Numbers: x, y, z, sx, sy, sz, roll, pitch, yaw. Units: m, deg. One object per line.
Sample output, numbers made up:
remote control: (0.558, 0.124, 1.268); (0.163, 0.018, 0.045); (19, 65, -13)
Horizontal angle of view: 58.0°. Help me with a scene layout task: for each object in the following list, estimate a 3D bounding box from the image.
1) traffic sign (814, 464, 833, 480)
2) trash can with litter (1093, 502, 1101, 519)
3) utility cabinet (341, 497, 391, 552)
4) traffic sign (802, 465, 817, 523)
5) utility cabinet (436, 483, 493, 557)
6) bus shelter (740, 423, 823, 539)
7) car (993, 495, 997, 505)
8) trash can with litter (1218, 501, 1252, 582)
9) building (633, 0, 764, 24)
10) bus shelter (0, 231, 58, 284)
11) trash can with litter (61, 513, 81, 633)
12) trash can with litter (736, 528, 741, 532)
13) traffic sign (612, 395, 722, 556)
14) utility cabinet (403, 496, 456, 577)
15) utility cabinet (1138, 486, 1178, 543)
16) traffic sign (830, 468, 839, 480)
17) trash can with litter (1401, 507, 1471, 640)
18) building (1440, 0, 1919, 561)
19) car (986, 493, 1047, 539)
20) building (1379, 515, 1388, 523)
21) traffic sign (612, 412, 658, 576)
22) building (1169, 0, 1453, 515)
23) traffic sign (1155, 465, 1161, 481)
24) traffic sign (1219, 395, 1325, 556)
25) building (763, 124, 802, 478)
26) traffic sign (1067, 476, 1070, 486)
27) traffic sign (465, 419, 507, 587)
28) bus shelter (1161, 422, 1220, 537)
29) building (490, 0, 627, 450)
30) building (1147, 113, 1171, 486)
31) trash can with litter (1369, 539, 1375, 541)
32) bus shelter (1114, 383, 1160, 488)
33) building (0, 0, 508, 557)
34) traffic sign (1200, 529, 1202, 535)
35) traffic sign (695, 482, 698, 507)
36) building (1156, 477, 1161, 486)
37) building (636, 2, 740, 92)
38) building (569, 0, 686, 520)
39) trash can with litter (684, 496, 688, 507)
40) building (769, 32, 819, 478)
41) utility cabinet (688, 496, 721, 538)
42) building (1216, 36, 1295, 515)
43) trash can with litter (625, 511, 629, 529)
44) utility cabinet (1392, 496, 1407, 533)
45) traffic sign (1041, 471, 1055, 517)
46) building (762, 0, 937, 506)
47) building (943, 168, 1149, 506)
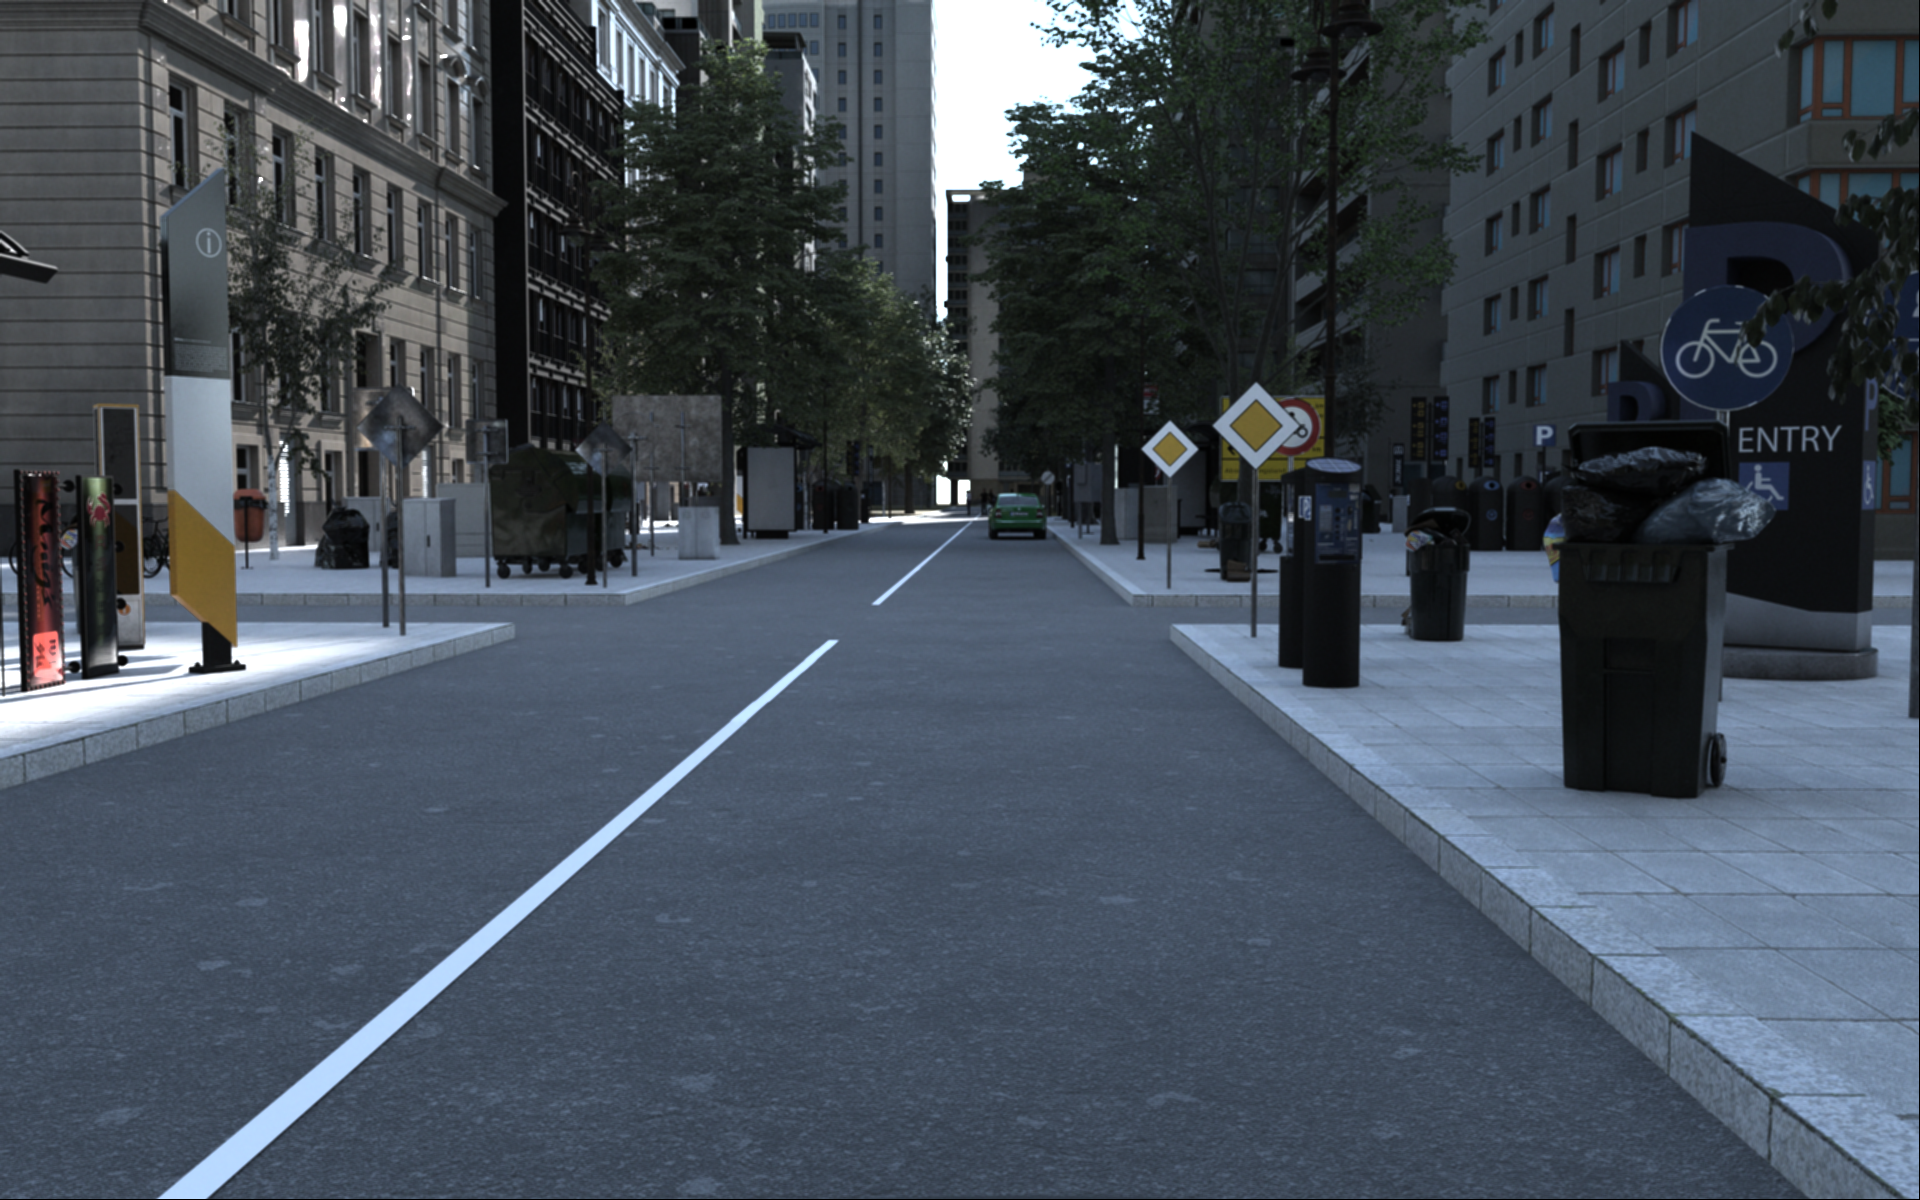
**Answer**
traffic sign: (-5.549, -4.295, 70.329); (0.768, 2.556, 0.104); (0, 4, 3)
trash can with litter: (7.338, -4.781, 89.223); (2.233, 1.210, 1.678); (2, 4, 28)
utility cabinet: (-13.182, -1.672, 38.492); (1.020, 1.237, 0.306); (-3, 5, -44)
traffic sign: (-6.521, -4.625, 75.731); (0.768, 2.556, 0.104); (1, 4, 9)
utility cabinet: (-10.015, -1.621, 35.187); (1.173, 1.500, 0.318); (-2, 4, -26)
bus shelter: (-5.382, -3.549, 51.950); (2.014, 3.302, 5.546); (0, 4, 1)
car: (3.349, -7.922, 142.111); (1.945, 1.354, 3.894); (0, 4, 2)
trash can with litter: (4.159, -0.872, 25.648); (0.624, 1.170, 1.055); (0, 4, 2)
building: (-21.390, -26.690, 119.978); (14.154, 41.232, 14.086); (0, 4, 1)
bus shelter: (-7.388, -0.950, 9.463); (2.014, 3.302, 5.546); (0, 4, 1)
trash can with litter: (-8.074, -0.290, 16.130); (0.624, 1.170, 1.055); (-2, 4, -33)
trash can with litter: (-6.853, -2.899, 58.453); (2.233, 1.210, 1.678); (-2, 4, -28)
traffic sign: (-6.026, -2.555, 35.643); (2.265, 3.308, 0.079); (0, 4, 2)
utility cabinet: (-8.304, -0.972, 27.047); (1.020, 1.237, 0.306); (3, 4, 37)
utility cabinet: (5.165, -2.242, 45.336); (0.318, 1.500, 1.173); (-3, 4, -38)
traffic sign: (-5.714, -4.679, 77.679); (0.795, 2.450, 0.064); (0, 4, 7)
trash can with litter: (4.162, -0.250, 15.468); (0.624, 1.170, 1.055); (0, 4, 0)
building: (30.937, -12.305, 46.224); (28.899, 21.520, 27.650); (0, 4, 1)
car: (1.829, -2.896, 56.143); (1.959, 1.807, 4.718); (0, 4, 0)
building: (29.170, -28.304, 86.473); (21.300, 48.544, 21.600); (0, 4, 1)
traffic sign: (-5.085, -1.643, 26.975); (0.768, 2.556, 0.104); (0, 4, 8)
building: (27.493, -30.994, 130.461); (21.300, 48.544, 21.600); (0, 4, 1)
traffic sign: (7.459, -4.093, 67.020); (0.768, 2.556, 0.104); (1, 4, 9)
traffic sign: (6.510, -2.568, 35.855); (2.265, 3.308, 0.079); (0, 4, 3)
building: (-20.150, -22.202, 134.699); (14.160, 30.474, 14.107); (0, 4, 1)
traffic sign: (6.096, -5.697, 95.270); (0.606, 2.300, 0.079); (0, 4, 5)
traffic sign: (-6.495, -1.323, 23.764); (0.606, 2.300, 0.079); (1, 4, 11)
bus shelter: (6.961, -3.513, 51.353); (2.014, 3.302, 5.546); (0, 4, 1)
building: (-20.785, -14.520, 67.086); (12.332, 23.373, 15.834); (0, 4, 1)
building: (29.055, -33.583, 199.187); (14.200, 45.320, 14.600); (0, 4, 1)
trash can with litter: (10.225, -2.226, 47.452); (2.233, 1.210, 1.678); (2, 4, 35)
bus shelter: (6.059, -5.037, 59.992); (2.179, 5.291, 8.768); (0, 4, 1)
building: (-21.678, -15.245, 46.522); (12.463, 27.353, 25.104); (0, 4, 1)
traffic sign: (7.582, -3.328, 54.415); (0.884, 2.594, 0.081); (0, 4, 2)
traffic sign: (-5.498, -2.083, 36.179); (0.606, 2.300, 0.079); (1, 4, 11)
building: (28.429, -43.582, 150.818); (20.563, 71.187, 20.611); (0, 4, 1)
building: (-21.360, -20.454, 106.127); (14.160, 30.474, 14.107); (0, 4, 1)
building: (-21.828, -18.291, 84.958); (13.634, 28.700, 20.117); (0, 4, 1)
trash can with litter: (-11.175, -3.499, 68.261); (1.678, 1.210, 2.233); (2, 4, 28)
building: (-20.107, -28.934, 156.672); (14.086, 41.232, 14.154); (0, 4, 1)
utility cabinet: (-7.412, -2.408, 50.525); (1.020, 1.237, 0.306); (-3, 4, -36)
building: (23.656, -20.892, 113.283); (14.160, 30.474, 14.107); (0, 4, 1)
trash can with litter: (-12.310, -3.184, 63.454); (0.624, 1.170, 1.055); (-2, 4, -31)
utility cabinet: (14.790, -2.811, 57.129); (1.020, 1.237, 0.306); (3, 4, 39)
traffic sign: (4.857, -5.848, 95.721); (0.768, 2.556, 0.104); (0, 4, 8)
building: (-16.853, -40.433, 203.073); (28.212, 58.520, 21.231); (0, 4, 1)
building: (10.180, -31.586, 208.308); (23.993, 40.220, 32.217); (0, 4, 1)
